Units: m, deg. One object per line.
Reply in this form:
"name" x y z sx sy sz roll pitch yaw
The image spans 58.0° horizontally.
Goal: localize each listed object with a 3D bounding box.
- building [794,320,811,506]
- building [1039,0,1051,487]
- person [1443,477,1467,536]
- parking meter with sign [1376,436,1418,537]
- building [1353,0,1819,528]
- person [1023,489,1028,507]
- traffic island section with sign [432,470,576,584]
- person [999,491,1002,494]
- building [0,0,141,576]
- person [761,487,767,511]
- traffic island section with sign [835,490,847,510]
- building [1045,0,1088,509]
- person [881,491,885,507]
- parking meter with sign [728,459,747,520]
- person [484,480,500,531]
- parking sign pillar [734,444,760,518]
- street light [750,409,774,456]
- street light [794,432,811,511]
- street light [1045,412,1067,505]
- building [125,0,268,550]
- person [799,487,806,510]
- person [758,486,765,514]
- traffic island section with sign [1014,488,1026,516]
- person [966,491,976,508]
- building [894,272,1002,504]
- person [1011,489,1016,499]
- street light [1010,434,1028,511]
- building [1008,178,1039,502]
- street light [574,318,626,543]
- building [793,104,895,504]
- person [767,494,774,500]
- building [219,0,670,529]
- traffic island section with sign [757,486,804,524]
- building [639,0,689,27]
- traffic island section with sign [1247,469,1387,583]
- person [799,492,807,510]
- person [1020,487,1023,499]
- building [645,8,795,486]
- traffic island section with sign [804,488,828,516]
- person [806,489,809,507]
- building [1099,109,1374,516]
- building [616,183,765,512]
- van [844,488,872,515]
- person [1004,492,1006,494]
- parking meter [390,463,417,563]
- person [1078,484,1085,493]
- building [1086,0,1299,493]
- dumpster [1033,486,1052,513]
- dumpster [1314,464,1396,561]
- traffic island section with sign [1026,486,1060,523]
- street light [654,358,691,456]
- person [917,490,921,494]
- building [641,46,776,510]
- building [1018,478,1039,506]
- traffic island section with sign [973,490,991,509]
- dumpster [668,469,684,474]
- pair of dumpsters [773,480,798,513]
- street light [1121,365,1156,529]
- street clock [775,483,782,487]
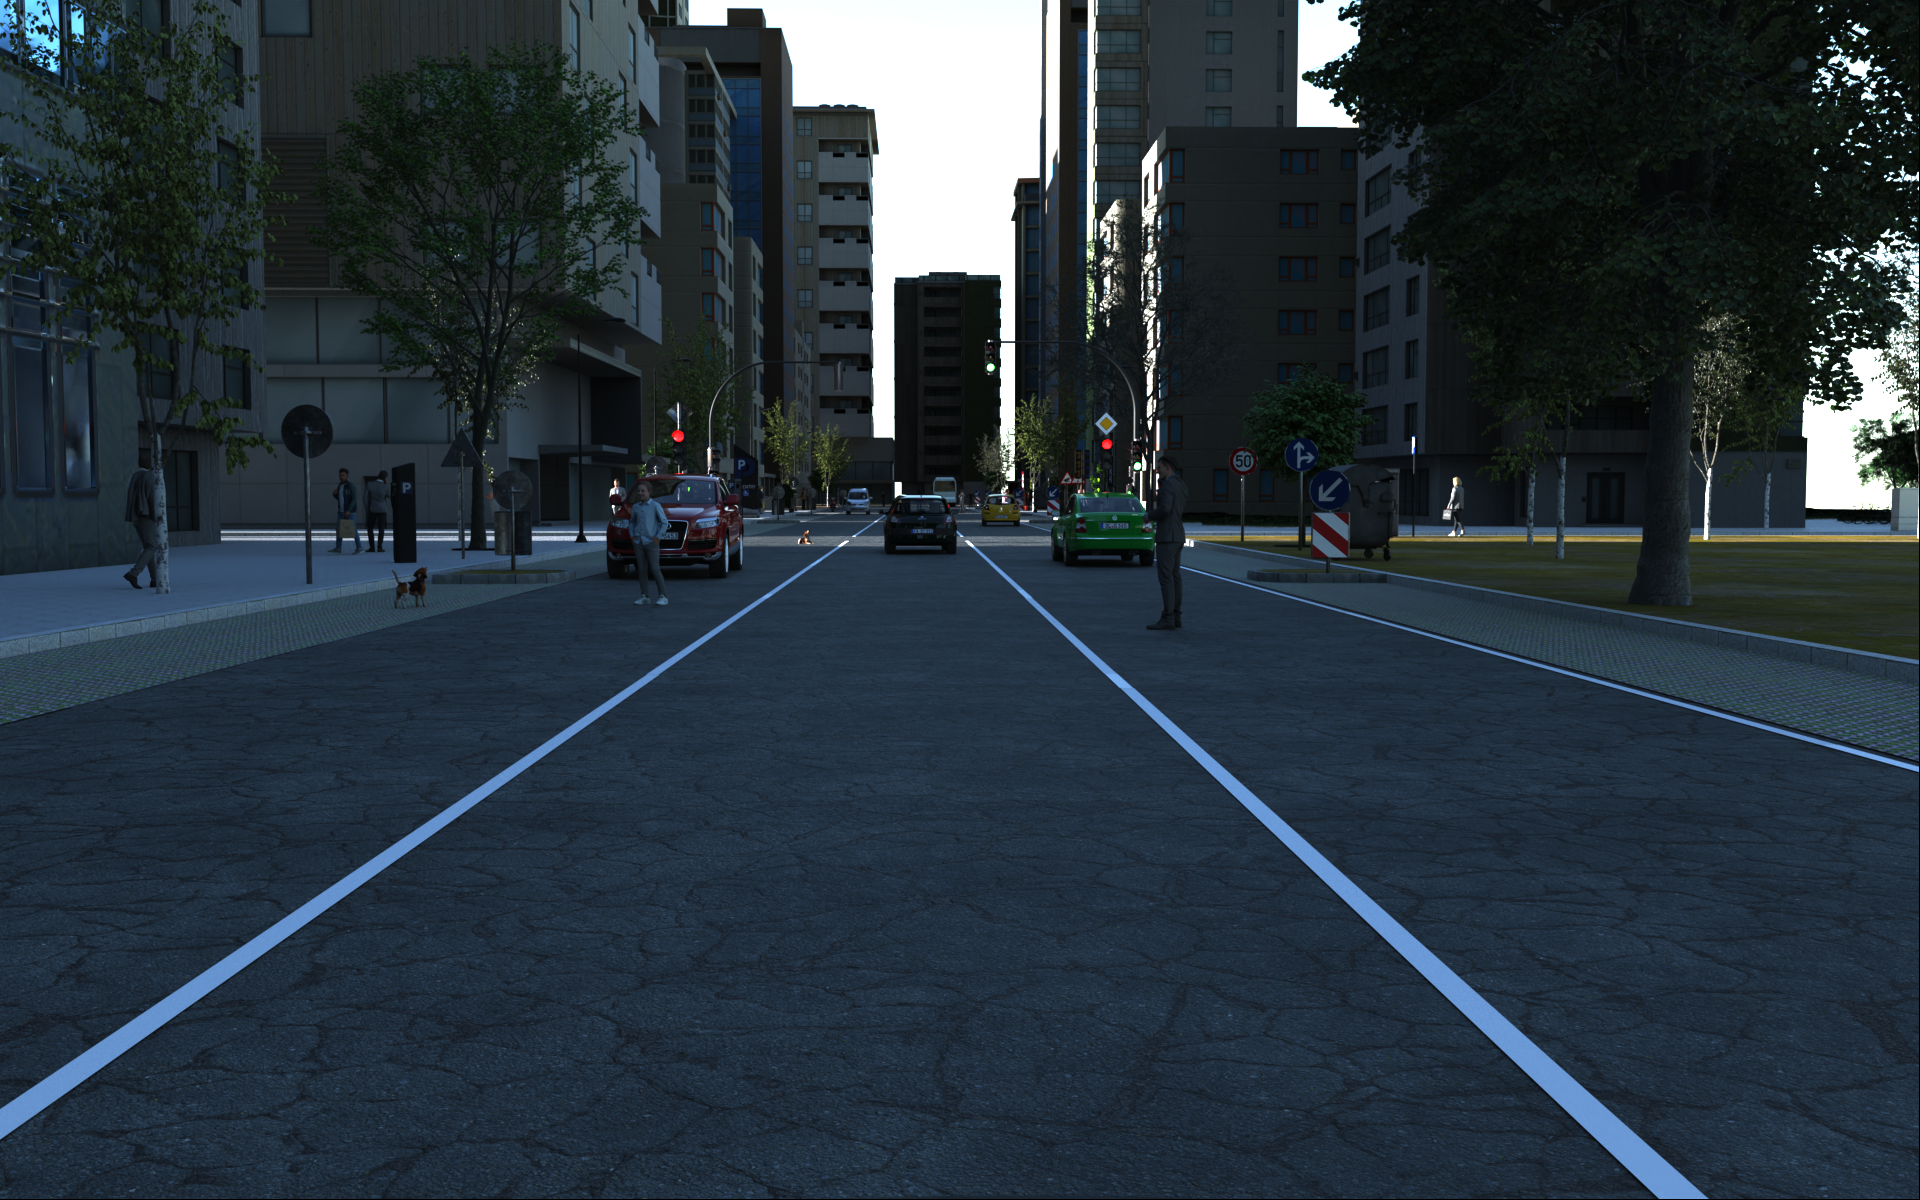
"building" -31.962 -21.313 193.502 28.899 21.520 27.650 0 4 -1
"building" 18.199 -38.305 168.287 21.231 58.520 28.212 0 4 -1
"person" 15.077 -2.839 52.641 0.709 1.800 0.728 -2 4 -35
"parking meter with sign" 12.859 -3.424 52.250 1.738 3.016 0.543 0 4 6
"building" 24.987 -18.338 71.525 14.107 30.474 14.160 0 4 -1
"person" 6.722 -10.476 177.282 0.705 1.831 1.348 -1 4 -23
"traffic island section with sign" -7.384 -1.206 28.341 1.989 1.847 2.006 0 4 -1
"person" 4.216 -10.482 178.893 0.415 1.643 0.593 1 4 16
"building" -23.962 -42.885 13.834 22.319 86.520 31.000 0 4 -1
"person" -14.957 -7.666 131.161 0.755 1.850 0.659 2 4 27
"traffic island section with sign" -10.784 -9.322 161.044 1.989 1.847 2.006 0 4 -1
"building" 14.704 -30.393 147.030 14.600 45.320 14.200 0 4 -1
"person" -8.894 -11.625 199.009 0.568 1.767 0.683 0 4 -2
"parking meter with sign" -11.208 -5.486 85.959 0.543 3.016 1.738 1 4 21
"person" -16.284 -3.311 60.530 0.532 1.782 0.716 1 4 21
"parking sign pillar" -11.427 -6.361 92.477 1.447 3.967 1.447 0 4 -4
"street light" -10.825 -7.449 94.330 1.470 5.913 1.316 0 4 -1
"street light" -11.794 -9.591 129.357 1.470 5.913 1.316 0 4 -1
"street light" 5.497 -7.689 98.262 1.470 5.913 1.316 0 4 -1
"building" -24.892 -16.428 40.306 14.107 30.474 14.160 0 4 -1
"person" -12.543 -8.090 138.405 0.705 1.812 1.348 1 4 11
"person" -13.112 -6.346 110.016 1.509 1.804 0.699 -2 4 -26
"traffic island section with sign" 3.682 -6.371 112.794 1.989 1.847 2.006 0 4 -1
"person" 1.144 -10.670 183.475 1.217 1.766 0.721 -1 4 -9
"building" -1.757 -27.921 228.211 14.107 30.474 14.160 0 4 -1
"person" 5.093 -9.682 165.060 1.217 1.735 0.721 1 4 10
"street light" 4.536 -9.880 134.071 1.470 5.913 1.316 0 4 -1
"building" 19.973 -35.316 232.038 28.867 44.769 22.147 0 4 -1
"street light" -9.490 -4.475 45.709 1.470 5.913 1.316 0 4 -1
"building" -22.736 -39.448 234.216 27.495 52.752 28.713 0 4 -1
"person" -14.596 -8.000 136.849 1.348 1.823 0.705 0 4 -7
"building" -27.879 -29.626 73.621 28.713 52.752 27.495 0 4 -1
"traffic island section with sign" -8.819 -4.637 84.435 1.989 1.847 2.006 0 4 -1
"building" -47.022 -48.323 228.329 20.611 71.187 20.563 0 4 -1
"traffic island section with sign" 5.832 -1.226 28.669 1.989 1.847 2.006 0 4 -1
"person" -12.796 -8.294 142.372 0.721 1.735 1.217 3 5 42
"person" 4.994 -8.301 141.744 0.705 1.826 1.348 1 4 9
"building" -23.193 -31.460 164.474 14.600 45.320 14.200 0 4 -1
"traffic island section with sign" -9.522 -6.303 111.681 1.989 1.847 2.006 0 4 -1
"person" -14.832 -9.889 167.821 0.705 1.812 1.348 -1 4 -8
"building" 23.113 -15.381 96.513 27.650 21.520 28.899 0 4 -1
"building" -27.691 -16.250 110.721 27.650 21.520 28.899 0 4 -1
"van" -7.144 -7.011 121.646 2.013 2.044 4.112 0 4 -2
"person" 5.022 -11.044 186.486 0.709 1.838 0.599 -1 4 -10
"parking meter" -10.371 -1.625 32.277 0.399 1.863 0.255 -3 5 -41
"person" 6.350 -5.082 89.141 0.555 1.821 0.388 3 5 40
"building" 16.019 -27.008 125.177 14.154 41.232 14.086 0 4 -1
"dumpster" 5.709 -6.962 119.592 1.264 1.857 1.865 0 4 -1
"dumpster" 7.719 -1.721 33.902 1.264 1.857 1.865 0 4 -1
"traffic island section with sign" 4.394 -4.653 84.712 1.989 1.847 2.006 0 4 -1
"street light" -9.890 -5.310 59.355 1.470 5.913 1.316 0 4 -1
"person" -3.638 -8.961 155.031 1.348 1.822 0.705 0 4 1
"building" -32.170 -27.734 145.334 32.217 40.220 23.993 0 4 -1
"building" 22.990 -30.831 195.972 32.217 40.220 23.993 0 4 -1
"traffic island section with sign" 2.437 -9.342 161.372 1.989 1.847 2.006 0 4 -1
"dumpster" -10.773 -3.885 66.008 1.502 2.255 1.985 0 4 -1
"pair of dumpsters" -12.144 -7.182 119.913 1.574 2.255 4.437 0 4 -1
"street light" 6.431 -5.514 62.689 1.470 5.913 1.316 0 4 -1
"street clock" -11.902 -6.670 113.626 0.471 2.002 0.358 -1 4 -22
